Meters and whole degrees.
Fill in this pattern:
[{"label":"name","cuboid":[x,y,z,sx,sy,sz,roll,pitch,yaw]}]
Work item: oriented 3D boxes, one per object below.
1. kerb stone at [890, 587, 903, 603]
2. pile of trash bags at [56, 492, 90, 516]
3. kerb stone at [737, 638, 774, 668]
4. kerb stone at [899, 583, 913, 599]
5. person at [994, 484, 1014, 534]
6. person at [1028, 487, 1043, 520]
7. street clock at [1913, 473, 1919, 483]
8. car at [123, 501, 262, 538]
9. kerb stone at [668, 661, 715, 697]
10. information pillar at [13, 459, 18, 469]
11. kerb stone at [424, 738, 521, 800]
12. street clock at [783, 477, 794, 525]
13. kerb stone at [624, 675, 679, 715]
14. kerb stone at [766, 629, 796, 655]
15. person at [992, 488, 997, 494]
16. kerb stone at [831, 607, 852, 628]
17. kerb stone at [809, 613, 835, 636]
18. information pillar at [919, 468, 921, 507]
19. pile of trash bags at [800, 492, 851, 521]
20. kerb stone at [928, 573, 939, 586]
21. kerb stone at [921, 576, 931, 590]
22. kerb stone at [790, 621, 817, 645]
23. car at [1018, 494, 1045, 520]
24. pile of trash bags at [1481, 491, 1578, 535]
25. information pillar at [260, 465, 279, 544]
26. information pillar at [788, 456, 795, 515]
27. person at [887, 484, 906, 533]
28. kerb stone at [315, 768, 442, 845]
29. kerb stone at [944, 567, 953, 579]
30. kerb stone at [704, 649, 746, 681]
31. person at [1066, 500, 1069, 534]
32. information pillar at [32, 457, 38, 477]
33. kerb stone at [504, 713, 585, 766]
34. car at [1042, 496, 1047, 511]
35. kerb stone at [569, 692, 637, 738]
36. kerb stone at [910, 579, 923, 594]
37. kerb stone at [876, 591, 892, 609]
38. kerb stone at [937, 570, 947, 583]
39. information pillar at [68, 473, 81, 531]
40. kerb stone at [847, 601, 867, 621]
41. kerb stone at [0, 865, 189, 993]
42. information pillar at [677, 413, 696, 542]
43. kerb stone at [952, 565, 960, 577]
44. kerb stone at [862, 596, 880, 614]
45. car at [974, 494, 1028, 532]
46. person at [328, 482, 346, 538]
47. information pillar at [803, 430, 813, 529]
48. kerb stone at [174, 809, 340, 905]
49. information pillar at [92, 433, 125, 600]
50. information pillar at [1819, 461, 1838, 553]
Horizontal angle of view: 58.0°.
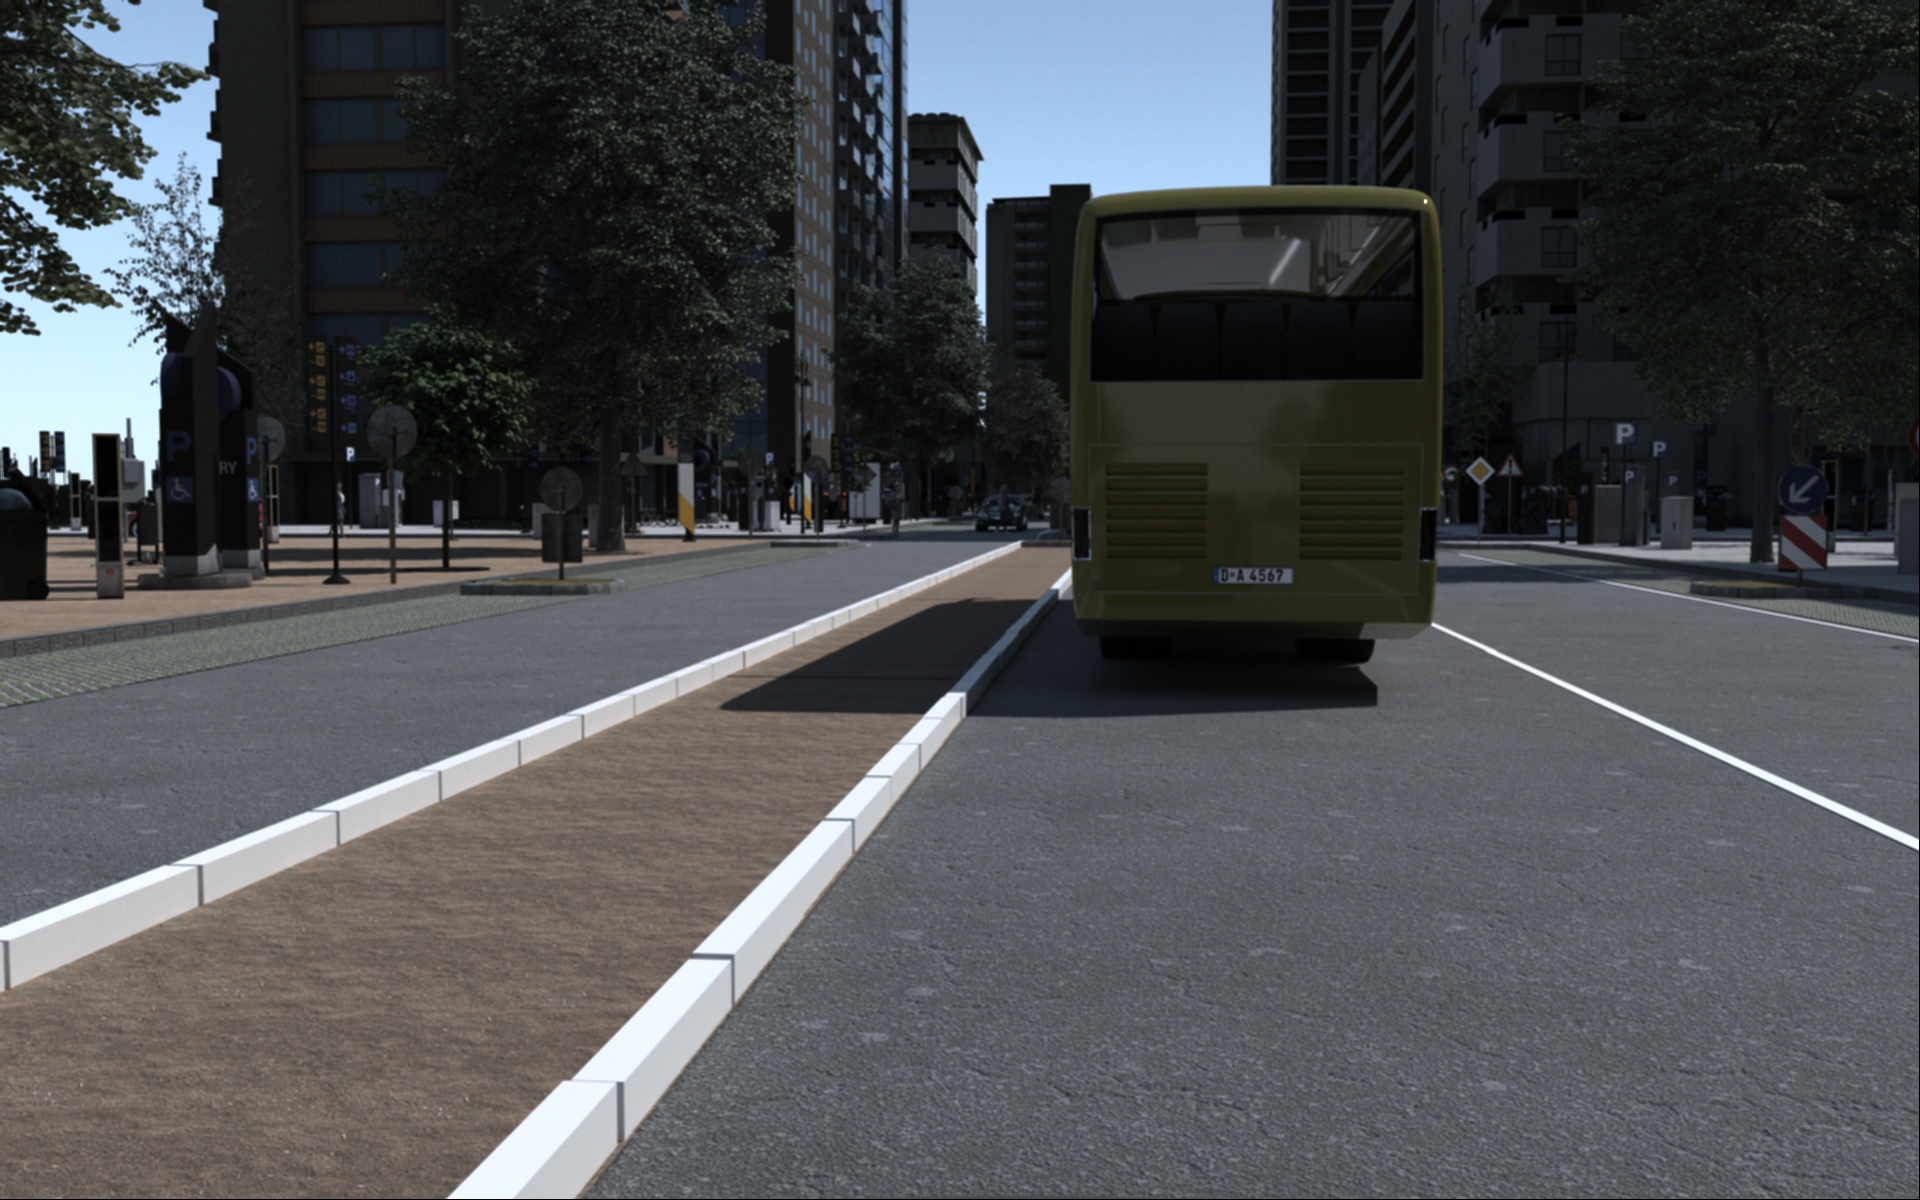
[{"label":"kerb stone","cuboid":[-0.910,-0.033,22.814,0.120,0.150,1.000,0,4,6]},{"label":"pile of trash bags","cuboid":[-49.850,-5.406,98.137,1.912,1.369,3.447,3,5,44]},{"label":"kerb stone","cuboid":[-1.763,0.461,14.651,0.120,0.150,1.000,0,4,6]},{"label":"kerb stone","cuboid":[-0.803,-0.100,23.836,0.120,0.150,1.000,0,4,6]},{"label":"person","cuboid":[1.565,-3.249,61.804,0.728,1.800,0.709,2,4,28]},{"label":"person","cuboid":[4.115,-5.250,94.324,0.794,1.824,0.713,-2,4,-24]},{"label":"street clock","cuboid":[32.103,-3.258,57.832,0.471,2.002,0.358,3,5,43]},{"label":"car","cuboid":[-23.610,-2.722,53.543,4.494,1.783,2.155,0,4,6]},{"label":"kerb stone","cuboid":[-1.982,0.587,12.611,0.120,0.150,1.000,0,4,6]},{"label":"information pillar","cuboid":[-63.847,-7.688,117.057,0.183,3.616,0.504,1,4,14]},{"label":"kerb stone","cuboid":[-2.415,0.837,8.545,0.120,0.150,1.000,0,4,6]},{"label":"street clock","cuboid":[-7.155,-4.141,72.268,0.471,2.002,0.358,0,4,-4]},{"label":"kerb stone","cuboid":[-2.090,0.648,11.593,0.120,0.150,1.000,0,4,6]},{"label":"kerb stone","cuboid":[-1.664,0.404,15.671,0.120,0.150,1.000,0,4,6]},{"label":"person","cuboid":[1.904,-5.246,94.945,0.731,1.740,0.598,3,4,37]},{"label":"kerb stone","cuboid":[-1.340,0.212,18.736,0.120,0.150,1.000,0,4,6]},{"label":"kerb stone","cuboid":[-1.451,0.274,17.719,0.120,0.150,1.000,0,4,6]},{"label":"information pillar","cuboid":[-2.420,-6.453,96.862,0.504,3.616,0.183,2,4,35]},{"label":"pile of trash bags","cuboid":[-6.362,-4.595,84.875,1.912,1.369,3.447,-2,4,-34]},{"label":"kerb stone","cuboid":[-0.483,-0.287,26.887,0.120,0.150,1.000,0,4,6]},{"label":"kerb stone","cuboid":[-0.592,-0.221,25.869,0.120,0.150,1.000,0,4,6]},{"label":"kerb stone","cuboid":[-1.556,0.340,16.699,0.120,0.150,1.000,0,4,6]},{"label":"car","cuboid":[3.832,-5.385,98.260,2.015,1.641,3.980,0,4,7]},{"label":"pile of trash bags","cuboid":[18.225,-2.760,54.874,1.912,1.369,3.447,-3,5,-42]},{"label":"information pillar","cuboid":[-17.786,-2.455,44.638,0.304,2.012,0.304,1,4,15]},{"label":"information pillar","cuboid":[-10.437,-7.082,107.139,0.183,3.616,0.504,3,4,38]},{"label":"person","cuboid":[-2.329,-3.314,63.045,0.716,1.782,0.532,-2,4,-30]},{"label":"kerb stone","cuboid":[-2.522,0.897,7.523,0.120,0.150,1.000,0,4,6]},{"label":"kerb stone","cuboid":[-0.269,-0.411,28.926,0.120,0.150,1.000,0,4,6]},{"label":"kerb stone","cuboid":[-1.879,0.524,13.632,0.120,0.150,1.000,0,4,6]},{"label":"person","cuboid":[3.942,-3.182,60.436,0.656,1.842,0.836,-2,4,-27]},{"label":"information pillar","cuboid":[-58.539,-7.237,109.678,0.183,3.616,0.504,0,4,1]},{"label":"kerb stone","cuboid":[-2.306,0.776,9.561,0.120,0.150,1.000,0,4,6]},{"label":"car","cuboid":[6.179,-7.923,142.124,1.945,1.354,3.894,0,4,7]},{"label":"kerb stone","cuboid":[-2.195,0.711,10.577,0.120,0.150,1.000,0,4,6]},{"label":"kerb stone","cuboid":[-0.696,-0.162,24.852,0.120,0.150,1.000,0,4,6]},{"label":"kerb stone","cuboid":[-1.016,0.025,21.788,0.120,0.150,1.000,0,4,6]},{"label":"kerb stone","cuboid":[-0.369,-0.344,27.905,0.120,0.150,1.000,0,4,6]},{"label":"information pillar","cuboid":[-30.873,-3.420,60.417,0.304,2.012,0.304,-3,4,-38]},{"label":"kerb stone","cuboid":[-1.228,0.149,19.751,0.120,0.150,1.000,0,4,6]},{"label":"kerb stone","cuboid":[-2.740,1.022,5.483,0.120,0.150,1.000,0,4,6]},{"label":"information pillar","cuboid":[-7.354,-3.373,46.500,0.183,3.616,0.504,3,5,45]},{"label":"kerb stone","cuboid":[-0.154,-0.474,29.941,0.120,0.150,1.000,0,4,6]},{"label":"kerb stone","cuboid":[-1.127,0.087,20.769,0.120,0.150,1.000,0,4,6]},{"label":"car","cuboid":[1.645,-3.420,67.721,2.131,1.459,4.920,0,4,6]},{"label":"person","cuboid":[-19.893,-2.864,55.351,0.654,1.822,0.581,2,4,25]},{"label":"information pillar","cuboid":[-5.570,-4.381,62.985,0.183,3.616,0.504,2,4,28]},{"label":"kerb stone","cuboid":[-2.627,0.960,6.498,0.120,0.150,1.000,0,4,6]},{"label":"information pillar","cuboid":[-10.410,-1.021,21.178,0.304,2.012,0.304,-2,4,-25]},{"label":"information pillar","cuboid":[19.090,-2.055,38.090,0.304,2.012,0.304,1,4,17]}]
